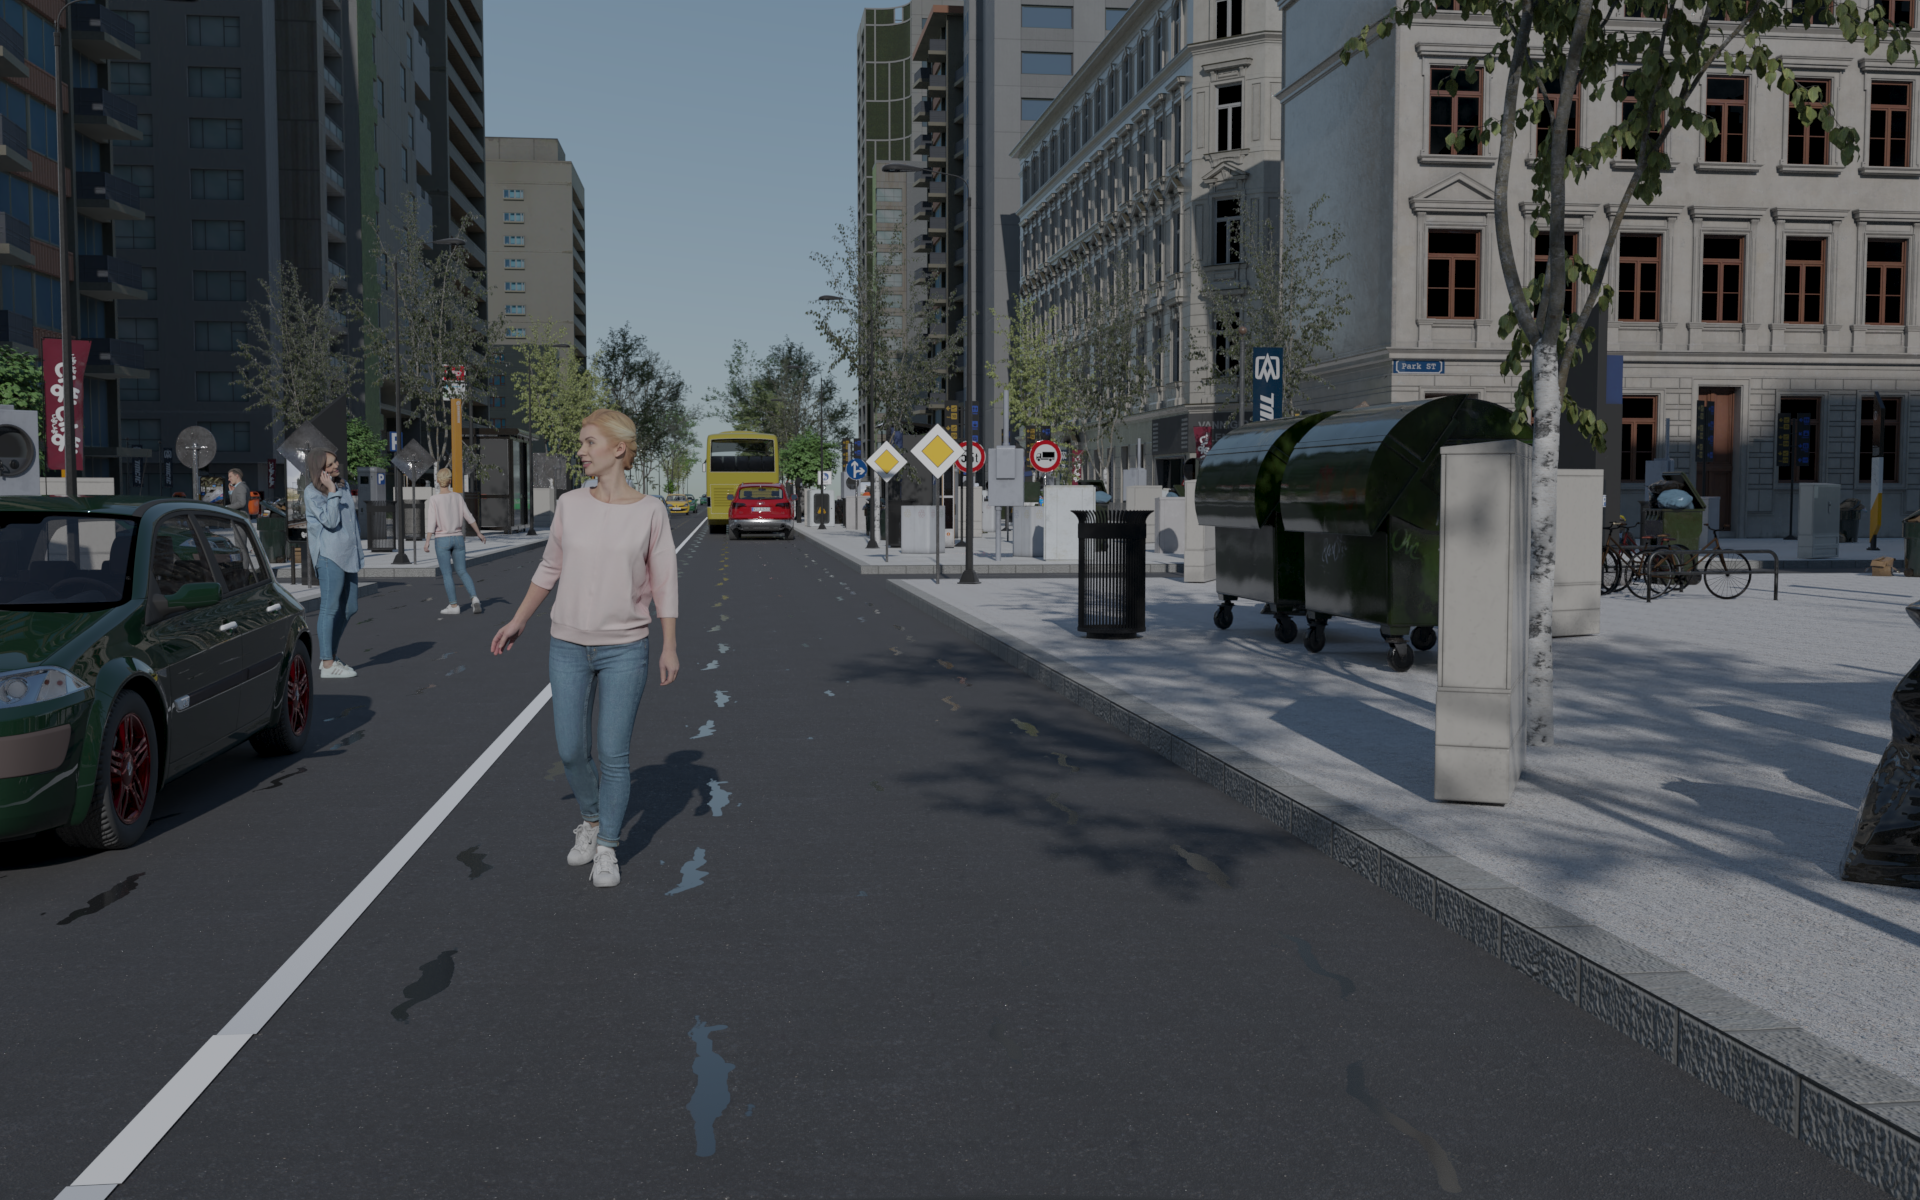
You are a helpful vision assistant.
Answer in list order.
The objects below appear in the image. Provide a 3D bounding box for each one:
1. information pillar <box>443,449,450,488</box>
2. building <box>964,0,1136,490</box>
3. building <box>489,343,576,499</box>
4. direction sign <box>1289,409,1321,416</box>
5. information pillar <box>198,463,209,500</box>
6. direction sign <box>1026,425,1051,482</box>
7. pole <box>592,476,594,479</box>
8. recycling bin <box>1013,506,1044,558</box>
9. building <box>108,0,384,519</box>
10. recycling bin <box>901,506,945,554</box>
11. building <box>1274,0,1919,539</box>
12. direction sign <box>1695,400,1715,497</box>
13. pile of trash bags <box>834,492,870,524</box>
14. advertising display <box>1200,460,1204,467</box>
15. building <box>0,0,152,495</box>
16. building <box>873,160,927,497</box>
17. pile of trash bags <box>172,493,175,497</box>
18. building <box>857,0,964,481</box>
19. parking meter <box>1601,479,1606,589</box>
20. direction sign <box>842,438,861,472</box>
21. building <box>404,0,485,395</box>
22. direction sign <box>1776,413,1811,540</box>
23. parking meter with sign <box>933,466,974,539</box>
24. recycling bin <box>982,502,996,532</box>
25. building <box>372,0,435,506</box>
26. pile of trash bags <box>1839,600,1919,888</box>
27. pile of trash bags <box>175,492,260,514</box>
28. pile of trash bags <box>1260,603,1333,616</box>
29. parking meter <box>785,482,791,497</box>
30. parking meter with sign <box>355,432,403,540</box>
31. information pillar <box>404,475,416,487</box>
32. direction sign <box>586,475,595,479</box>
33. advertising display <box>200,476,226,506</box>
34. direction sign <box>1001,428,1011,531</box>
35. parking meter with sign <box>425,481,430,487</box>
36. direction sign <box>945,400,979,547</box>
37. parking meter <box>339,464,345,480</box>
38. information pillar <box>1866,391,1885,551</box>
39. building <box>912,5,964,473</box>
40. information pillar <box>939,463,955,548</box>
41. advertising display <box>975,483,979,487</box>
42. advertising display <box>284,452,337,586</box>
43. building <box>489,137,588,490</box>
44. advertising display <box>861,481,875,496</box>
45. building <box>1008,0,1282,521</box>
[{"bbox_3d":[-25.517,-5.796,86.112,0.504,3.616,0.183,3,5,45],"label":"information pillar"},{"bbox_3d":[10.803,-35.867,128.427,21.231,58.520,28.212,0,4,-8],"label":"building"},{"bbox_3d":[-62.795,-22.532,213.445,27.650,21.520,28.899,0,4,-8],"label":"building"},{"bbox_3d":[9.224,-3.327,46.400,0.876,3.537,0.379,0,4,-6],"label":"direction sign"},{"bbox_3d":[-35.627,-5.522,81.645,0.504,3.616,0.183,-2,4,-30],"label":"information pillar"},{"bbox_3d":[2.579,-3.985,57.158,0.876,3.537,0.379,-1,4,-18],"label":"direction sign"},{"bbox_3d":[-21.795,-6.669,102.873,0.158,3.312,0.155,0,3,0],"label":"pole"},{"bbox_3d":[1.555,-1.399,35.429,0.722,1.027,0.722,-2,4,-33],"label":"recycling bin"},{"bbox_3d":[-39.919,-25.050,93.161,14.154,41.232,14.086,0,4,-8],"label":"building"},{"bbox_3d":[-0.796,-1.521,37.418,0.722,1.027,0.722,2,4,30],"label":"recycling bin"},{"bbox_3d":[21.069,-13.325,54.018,21.152,22.565,11.583,0,4,-8],"label":"building"},{"bbox_3d":[18.072,-3.063,42.073,0.876,3.537,0.379,-3,5,-41],"label":"direction sign"},{"bbox_3d":[-4.584,-4.017,75.425,1.912,1.369,3.447,1,4,20],"label":"pile of trash bags"},{"bbox_3d":[4.881,-1.710,33.170,0.123,1.923,0.974,3,4,38],"label":"advertising display"},{"bbox_3d":[-41.077,-24.595,56.748,22.147,44.769,28.867,0,4,-8],"label":"building"},{"bbox_3d":[-3.955,-32.533,215.506,14.154,41.232,14.086,0,4,-8],"label":"building"},{"bbox_3d":[-34.192,-4.236,79.007,3.447,1.369,1.912,0,4,-2],"label":"pile of trash bags"},{"bbox_3d":[-6.395,-50.019,256.064,20.563,71.187,20.611,0,4,-8],"label":"building"},{"bbox_3d":[8.595,-0.929,23.605,0.372,1.533,0.369,0,3,0],"label":"parking meter"},{"bbox_3d":[-4.372,-4.769,69.976,0.876,3.537,0.379,-2,4,-33],"label":"direction sign"},{"bbox_3d":[-50.558,-31.557,139.664,21.300,48.544,21.600,0,4,-8],"label":"building"},{"bbox_3d":[23.301,-3.455,48.485,0.876,3.537,0.379,0,4,4],"label":"direction sign"},{"bbox_3d":[-0.436,-3.275,49.812,1.738,3.016,0.543,-1,4,-15],"label":"parking meter with sign"},{"bbox_3d":[0.932,-2.803,58.377,0.722,1.027,0.722,2,4,24],"label":"recycling bin"},{"bbox_3d":[-50.701,-32.144,114.798,28.713,52.752,27.495,0,4,-8],"label":"building"},{"bbox_3d":[4.397,0.290,5.006,1.912,1.369,3.447,-2,4,-29],"label":"pile of trash bags"},{"bbox_3d":[-29.423,-3.664,69.665,1.912,1.369,3.447,1,4,17],"label":"pile of trash bags"},{"bbox_3d":[4.706,-0.598,19.535,1.912,1.369,3.447,2,4,28],"label":"pile of trash bags"},{"bbox_3d":[-8.627,-4.966,86.897,0.255,1.863,0.399,0,4,-6],"label":"parking meter"},{"bbox_3d":[-16.594,-3.217,48.861,1.738,3.016,0.543,1,4,21],"label":"parking meter with sign"},{"bbox_3d":[-20.798,-3.728,65.446,0.304,2.012,0.304,-3,4,-38],"label":"information pillar"},{"bbox_3d":[-16.314,-5.220,77.348,0.876,3.537,0.379,1,4,18],"label":"direction sign"},{"bbox_3d":[-27.373,-3.563,63.475,0.974,1.923,0.123,1,4,12],"label":"advertising display"},{"bbox_3d":[1.596,-4.157,59.966,0.379,3.537,0.876,-1,4,-19],"label":"direction sign"},{"bbox_3d":[-30.532,-6.253,98.499,1.738,3.016,0.543,0,4,-5],"label":"parking meter with sign"},{"bbox_3d":[0.044,-3.062,42.053,0.876,3.537,0.379,-1,4,-20],"label":"direction sign"},{"bbox_3d":[-12.105,-1.713,33.726,0.255,1.863,0.399,-1,4,-19],"label":"parking meter"},{"bbox_3d":[20.784,-2.929,39.251,0.183,3.616,0.504,1,4,10],"label":"information pillar"},{"bbox_3d":[7.320,-30.734,157.122,22.147,44.769,28.867,0,4,-8],"label":"building"},{"bbox_3d":[-0.320,-2.231,40.971,0.304,2.012,0.304,-1,4,-18],"label":"information pillar"},{"bbox_3d":[0.599,-5.593,96.659,0.974,1.923,0.123,0,4,2],"label":"advertising display"},{"bbox_3d":[-9.082,-1.164,24.253,0.974,1.923,0.123,2,4,32],"label":"advertising display"},{"bbox_3d":[-63.047,-37.573,238.012,21.300,48.544,21.600,0,4,-8],"label":"building"},{"bbox_3d":[-4.612,-5.065,88.031,0.974,1.923,0.123,1,4,13],"label":"advertising display"},{"bbox_3d":[14.382,-19.063,88.097,17.030,29.872,44.131,0,4,-8],"label":"building"}]
